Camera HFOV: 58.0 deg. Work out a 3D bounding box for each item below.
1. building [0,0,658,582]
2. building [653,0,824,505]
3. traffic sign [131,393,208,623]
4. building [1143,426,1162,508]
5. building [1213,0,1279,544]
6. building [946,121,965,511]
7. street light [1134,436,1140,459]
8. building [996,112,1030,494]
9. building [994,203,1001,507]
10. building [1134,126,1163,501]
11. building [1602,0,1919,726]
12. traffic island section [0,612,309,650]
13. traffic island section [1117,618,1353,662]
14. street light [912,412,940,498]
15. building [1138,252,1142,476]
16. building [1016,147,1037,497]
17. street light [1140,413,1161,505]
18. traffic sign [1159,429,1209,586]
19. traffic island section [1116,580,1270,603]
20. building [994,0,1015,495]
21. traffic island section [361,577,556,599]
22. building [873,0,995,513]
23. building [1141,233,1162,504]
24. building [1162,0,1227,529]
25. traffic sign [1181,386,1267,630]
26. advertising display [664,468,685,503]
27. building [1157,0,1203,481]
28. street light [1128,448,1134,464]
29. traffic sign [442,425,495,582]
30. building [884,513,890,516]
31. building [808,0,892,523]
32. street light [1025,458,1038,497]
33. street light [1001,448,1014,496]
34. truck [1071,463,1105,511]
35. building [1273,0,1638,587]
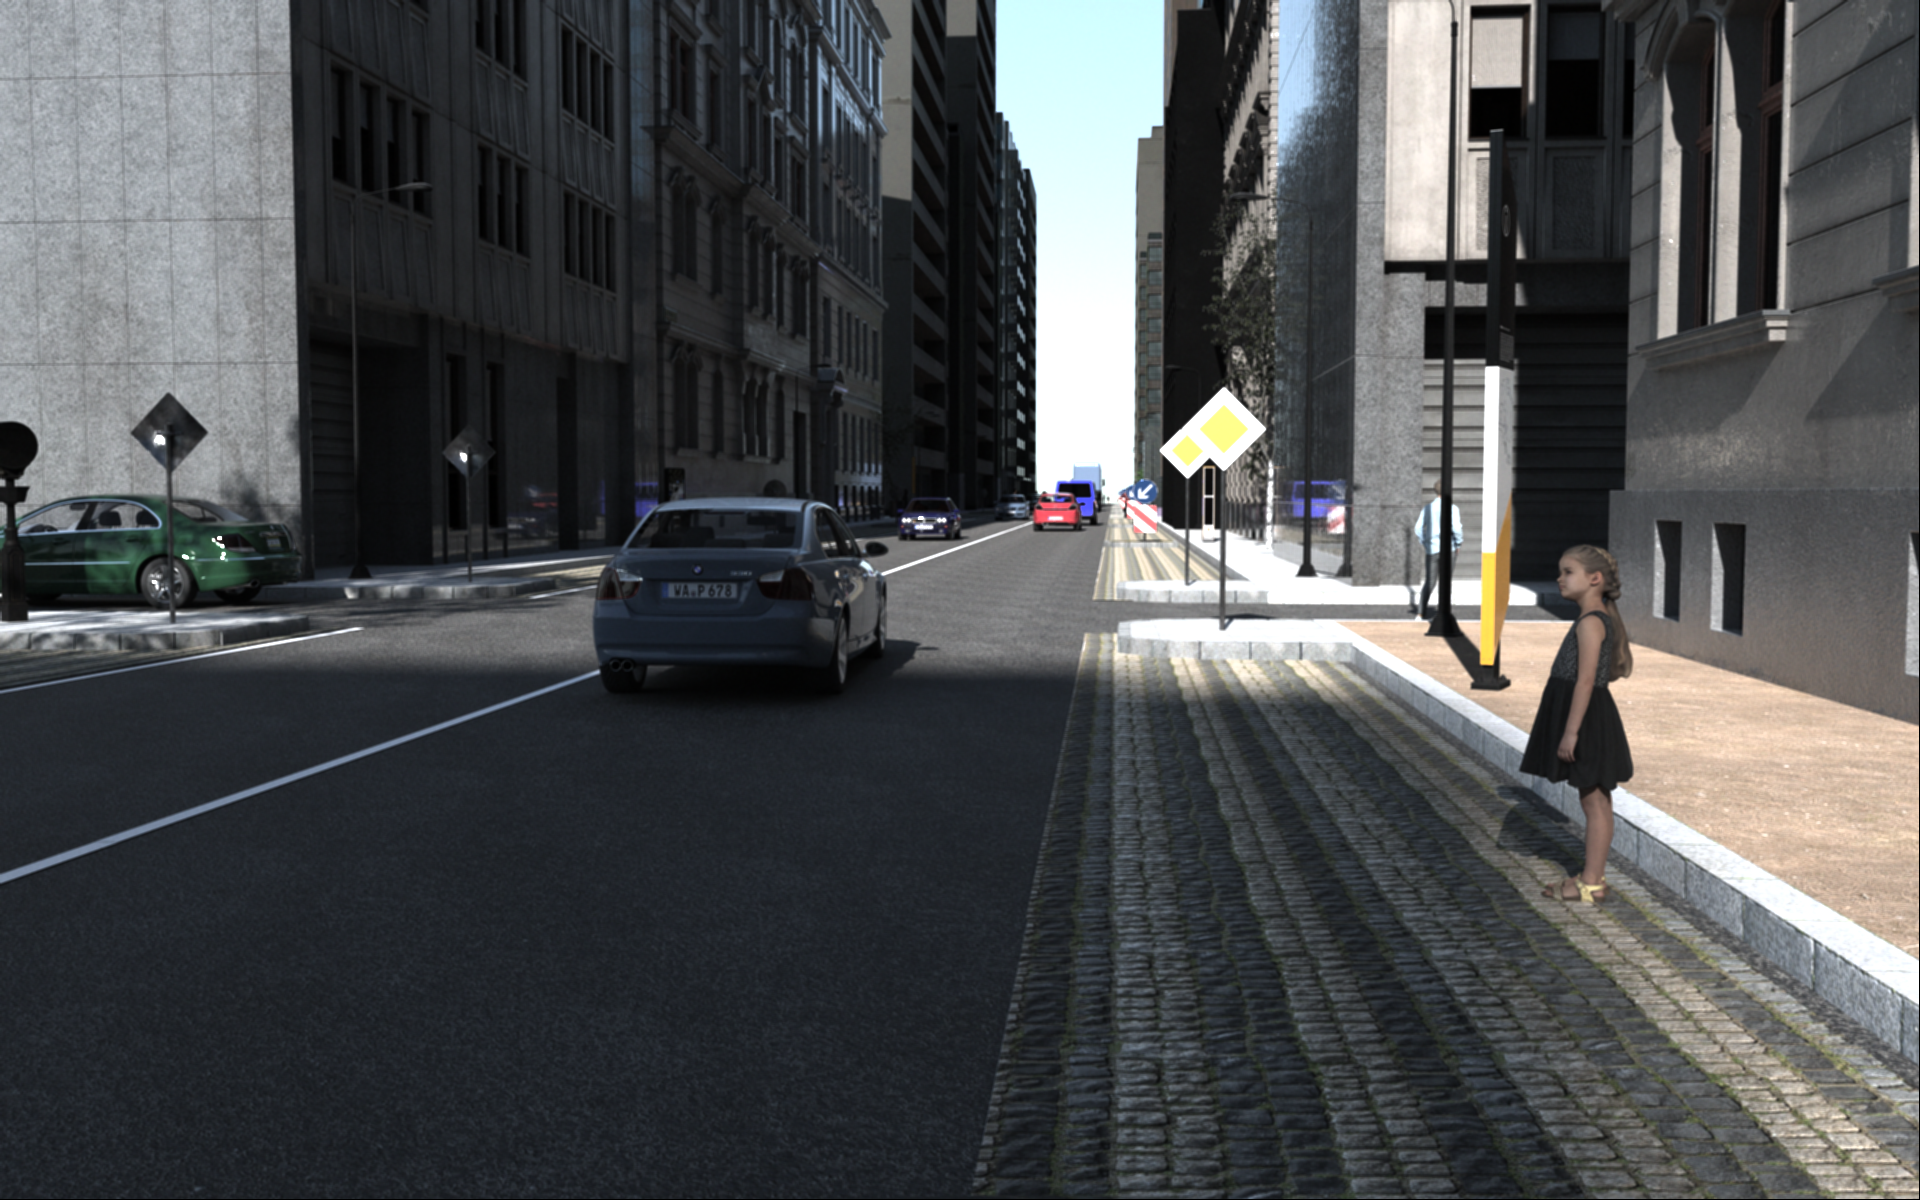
[{"bbox_3d":[-14.704,-13.269,34.968,12.078,24.808,19.932,0,4,5],"label":"building"},{"bbox_3d":[-12.900,-16.458,56.482,14.401,28.519,23.554,0,4,5],"label":"building"},{"bbox_3d":[-7.836,-0.828,17.184,0.795,2.450,0.064,0,4,5],"label":"traffic sign"},{"bbox_3d":[28.165,-51.542,155.382,22.319,86.520,31.000,0,4,5],"label":"building"},{"bbox_3d":[13.344,-13.632,51.762,11.050,23.489,19.941,0,4,5],"label":"building"},{"bbox_3d":[-7.224,-21.895,129.682,14.160,30.474,14.107,0,4,5],"label":"building"},{"bbox_3d":[14.907,-10.177,138.939,1.470,5.913,1.316,0,4,5],"label":"street light"},{"bbox_3d":[-3.295,-36.705,219.728,23.786,49.044,30.456,0,4,5],"label":"building"},{"bbox_3d":[-3.537,-24.098,165.695,14.160,30.474,14.107,0,4,5],"label":"building"},{"bbox_3d":[33.398,-36.689,223.571,21.300,48.544,21.600,0,4,5],"label":"building"},{"bbox_3d":[11.050,-13.199,3.189,14.401,28.519,23.554,0,4,5],"label":"building"},{"bbox_3d":[-7.860,0.308,17.248,2.009,0.180,2.903,0,4,5],"label":"traffic island section"},{"bbox_3d":[2.490,0.364,16.324,2.009,0.180,2.903,0,4,5],"label":"traffic island section"},{"bbox_3d":[-1.863,-7.878,101.348,1.470,5.913,1.316,0,4,5],"label":"street light"},{"bbox_3d":[28.314,-26.603,206.660,14.160,30.474,14.107,0,4,5],"label":"building"},{"bbox_3d":[-0.297,-38.034,245.559,21.300,48.544,21.600,0,4,5],"label":"building"},{"bbox_3d":[11.651,-7.985,103.103,1.470,5.913,1.316,0,4,5],"label":"street light"},{"bbox_3d":[3.175,-1.257,24.202,0.795,2.450,0.064,0,4,5],"label":"traffic sign"},{"bbox_3d":[3.200,-0.122,24.277,2.009,0.180,2.903,0,4,5],"label":"traffic island section"},{"bbox_3d":[-4.268,-46.196,193.552,20.563,71.187,20.611,0,4,5],"label":"building"},{"bbox_3d":[-7.150,-0.179,25.202,2.009,0.180,2.903,0,4,5],"label":"traffic island section"},{"bbox_3d":[-8.393,-32.019,147.211,21.300,48.544,21.600,0,4,5],"label":"building"},{"bbox_3d":[27.676,-25.717,192.180,14.160,30.474,14.107,0,4,5],"label":"building"},{"bbox_3d":[14.600,-14.673,69.578,12.332,23.373,15.834,0,4,5],"label":"building"},{"bbox_3d":[2.466,-0.771,16.248,0.795,2.450,0.064,0,4,5],"label":"traffic sign"},{"bbox_3d":[-7.019,-2.289,42.640,0.123,1.923,0.974,1,4,15],"label":"advertising display"},{"bbox_3d":[22.839,-29.624,134.466,14.600,45.320,14.200,0,4,5],"label":"building"},{"bbox_3d":[18.999,-13.036,185.683,1.470,5.913,1.316,0,4,5],"label":"street light"},{"bbox_3d":[-7.126,-1.315,25.138,0.795,2.450,0.064,0,4,5],"label":"traffic sign"},{"bbox_3d":[-12.481,-29.832,111.460,21.300,48.544,21.600,0,4,5],"label":"building"},{"bbox_3d":[-10.955,-17.926,79.001,13.634,28.700,20.117,0,4,5],"label":"building"},{"bbox_3d":[8.862,-15.146,220.170,1.470,5.913,1.316,0,4,5],"label":"street light"},{"bbox_3d":[4.683,-12.333,174.188,1.470,5.913,1.316,0,4,5],"label":"street light"},{"bbox_3d":[10.319,-9.374,143.027,2.967,4.110,18.799,0,4,6],"label":"truck"},{"bbox_3d":[15.862,-12.863,28.329,19.932,24.808,12.078,0,4,5],"label":"building"}]
